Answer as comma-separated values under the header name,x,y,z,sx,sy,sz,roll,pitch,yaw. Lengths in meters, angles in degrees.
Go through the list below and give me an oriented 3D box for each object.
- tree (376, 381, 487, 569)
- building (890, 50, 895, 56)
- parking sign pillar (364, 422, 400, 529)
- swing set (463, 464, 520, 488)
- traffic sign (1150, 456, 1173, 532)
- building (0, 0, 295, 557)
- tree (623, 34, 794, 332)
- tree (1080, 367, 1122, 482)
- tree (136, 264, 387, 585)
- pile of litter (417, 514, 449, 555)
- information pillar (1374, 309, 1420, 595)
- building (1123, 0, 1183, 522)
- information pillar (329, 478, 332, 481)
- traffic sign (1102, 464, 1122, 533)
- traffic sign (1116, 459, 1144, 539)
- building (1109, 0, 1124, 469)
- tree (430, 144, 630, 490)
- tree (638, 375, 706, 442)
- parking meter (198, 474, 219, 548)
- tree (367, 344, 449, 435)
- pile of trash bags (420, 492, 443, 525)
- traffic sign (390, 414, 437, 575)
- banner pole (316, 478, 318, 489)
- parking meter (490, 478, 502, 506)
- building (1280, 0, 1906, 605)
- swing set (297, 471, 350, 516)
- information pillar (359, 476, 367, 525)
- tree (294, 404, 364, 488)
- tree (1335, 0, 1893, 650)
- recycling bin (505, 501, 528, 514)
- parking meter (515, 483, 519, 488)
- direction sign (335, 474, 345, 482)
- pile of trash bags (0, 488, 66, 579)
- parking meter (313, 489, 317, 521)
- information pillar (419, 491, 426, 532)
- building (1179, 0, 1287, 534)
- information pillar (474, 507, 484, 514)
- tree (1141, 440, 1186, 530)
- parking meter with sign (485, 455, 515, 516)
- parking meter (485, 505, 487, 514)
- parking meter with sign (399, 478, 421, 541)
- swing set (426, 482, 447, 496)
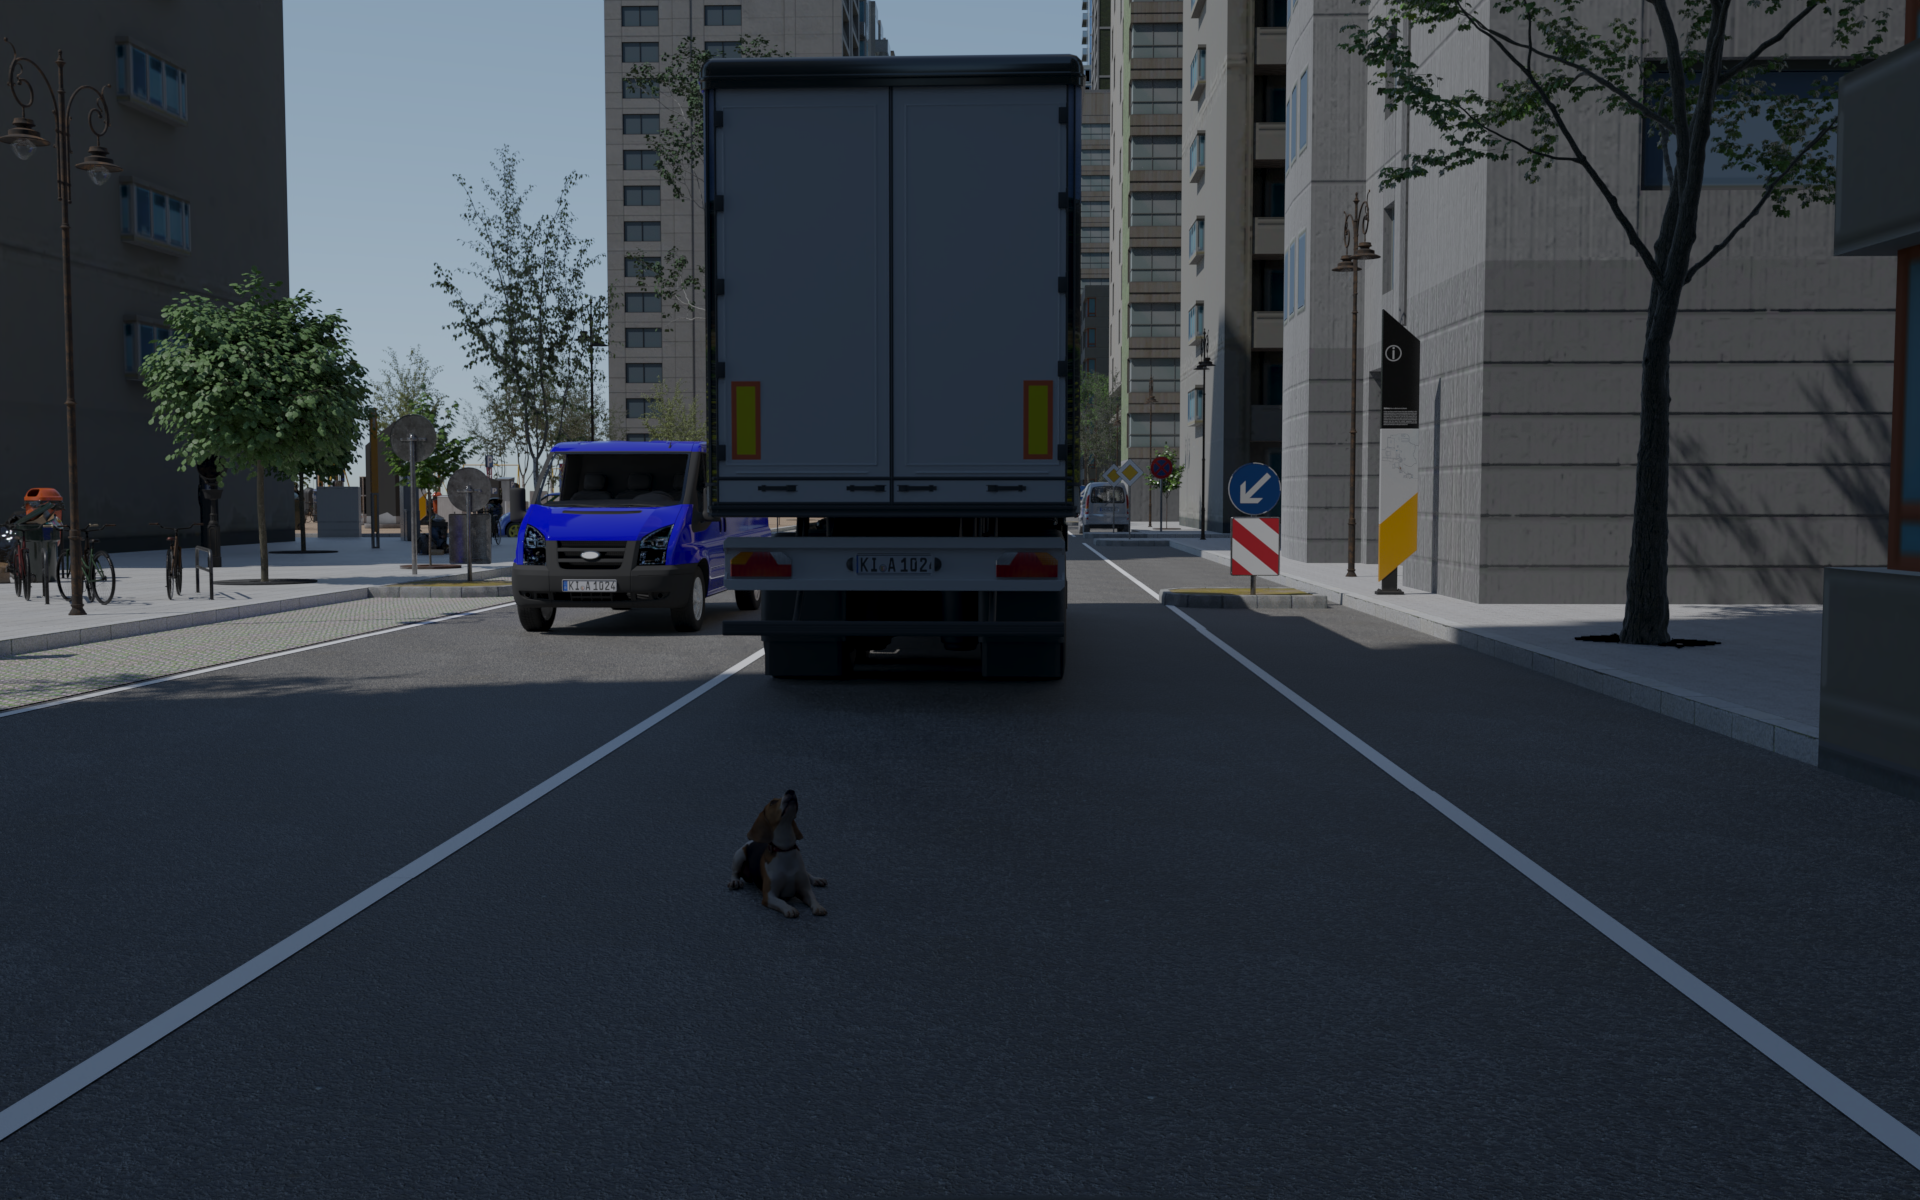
name,x,y,z,sx,sy,sz,roll,pitch,yaw
tree,-9.290,-2.159,29.907,1.663,3.219,1.824,0,3,0
building,-15.491,-34.896,194.254,21.300,48.544,21.600,0,4,2
parking sign pillar,-21.550,-4.666,64.760,1.447,3.967,1.447,1,4,17
swing set,-24.688,-5.755,91.716,3.119,2.851,2.862,-1,4,-9
traffic sign,6.826,-3.584,58.710,0.768,2.556,0.104,0,4,8
building,-28.888,-25.173,35.276,21.600,48.544,21.300,0,4,2
tree,-7.391,-13.081,69.770,12.611,20.169,13.585,0,3,0
tree,8.308,-9.120,99.480,4.360,8.622,3.978,0,3,0
tree,-10.069,-2.522,24.953,4.285,4.588,4.351,0,3,0
pile of litter,-10.922,-1.408,36.987,1.176,0.858,1.719,3,5,39
information pillar,5.558,-1.873,21.979,0.504,3.616,0.183,0,4,3
building,14.981,-24.575,85.402,14.154,41.232,14.086,0,4,2
information pillar,-48.218,-8.635,132.534,0.183,3.616,0.504,1,4,19
traffic sign,5.051,-3.258,56.903,0.795,2.450,0.064,0,4,2
traffic sign,4.793,-2.769,48.922,0.795,2.450,0.064,0,4,2
building,24.267,-32.274,116.918,28.713,52.752,27.495,0,4,2
tree,-8.994,-5.277,36.643,4.360,8.622,3.978,0,3,0
tree,-17.943,-9.658,108.273,4.737,8.622,4.395,0,3,0
parking meter,-17.476,-2.114,40.273,0.399,1.863,0.255,-3,4,-37
tree,-27.026,-8.182,84.131,4.737,8.622,4.395,0,3,0
pile of trash bags,-23.439,-4.173,77.979,1.912,1.369,3.447,1,4,19
traffic sign,-8.690,-1.677,27.525,0.768,2.556,0.104,0,4,5
banner pole,-46.990,-8.403,127.410,0.863,3.779,0.401,0,4,4
parking meter,-17.059,-3.547,63.709,0.399,1.863,0.255,0,4,7
building,16.985,-29.971,32.033,21.231,58.520,28.212,0,4,2
swing set,-24.580,-4.142,65.347,3.119,2.851,2.862,1,4,13
information pillar,-24.732,-4.127,71.962,0.304,2.012,0.304,3,5,44
tree,-27.909,-7.367,70.815,4.737,8.622,4.395,0,3,0
tree,6.015,-5.423,14.427,9.928,11.665,9.643,0,3,0
recycling bin,-15.806,-3.011,61.779,0.722,1.027,0.722,0,4,-5
parking meter,-22.681,-5.060,88.447,0.255,1.863,0.399,1,4,8
direction sign,-40.100,-7.336,111.932,0.379,3.537,0.876,2,4,28
pile of trash bags,-14.974,-1.051,26.930,3.447,1.369,1.912,2,4,33
parking meter,-30.121,-4.450,81.173,0.372,1.533,0.369,0,3,0
information pillar,-18.442,-4.133,58.925,0.504,3.616,0.183,0,4,-6
building,19.371,-26.996,65.080,21.600,48.544,21.300,0,4,2
information pillar,-18.759,-3.853,67.485,0.304,2.012,0.304,-3,4,-38
tree,7.327,-4.149,62.442,1.663,3.219,1.824,0,3,0
parking meter with sign,-20.376,-4.982,77.709,1.738,3.016,0.543,1,4,15
parking meter,-27.684,-5.701,101.622,0.372,1.533,0.369,0,3,0
parking meter with sign,-15.202,-3.148,47.724,0.543,3.016,1.738,-2,4,-27
swing set,-34.394,-7.294,116.881,2.862,2.851,3.119,1,4,16
